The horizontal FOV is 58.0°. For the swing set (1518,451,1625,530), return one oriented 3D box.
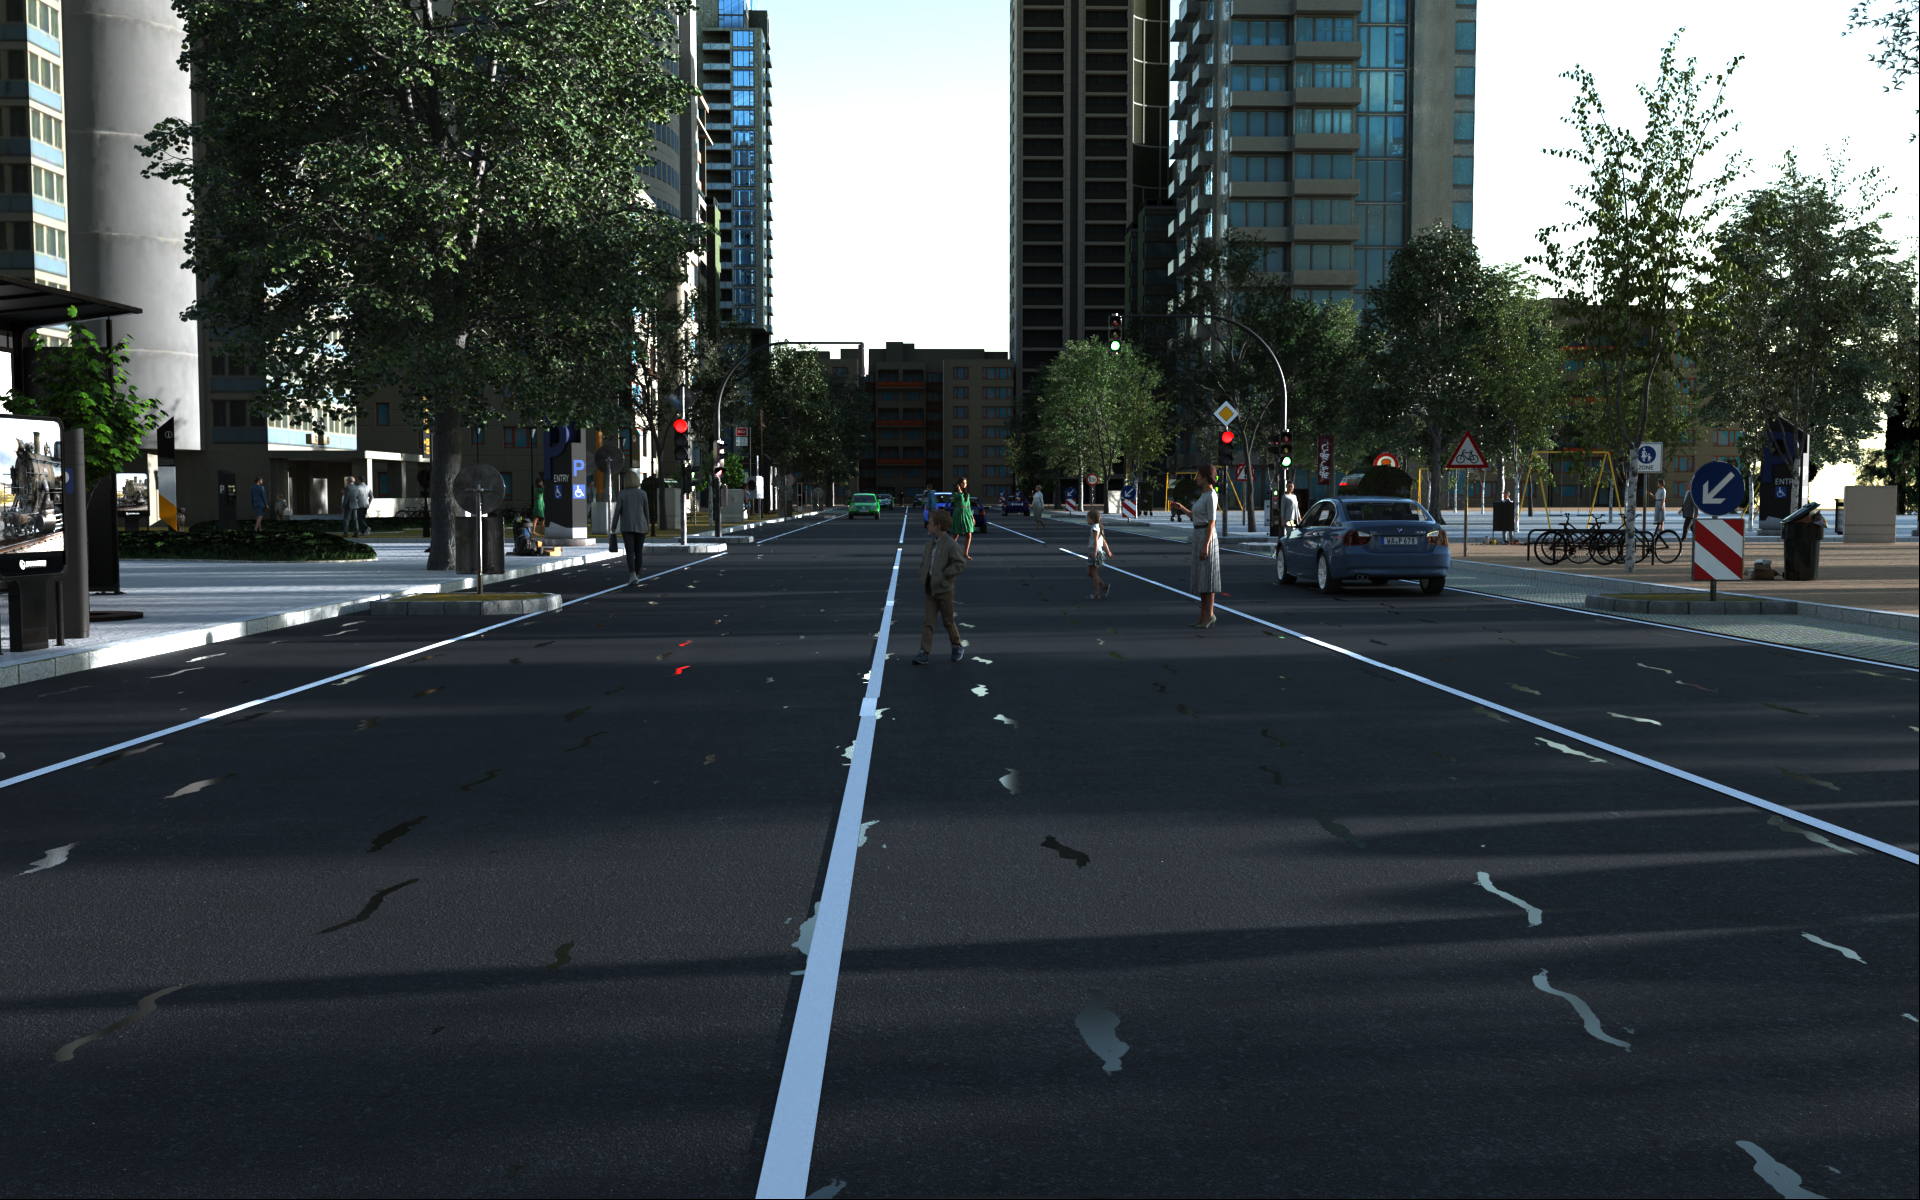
[{"bbox_3d":[22.305,-4.038,63.638,3.119,2.851,2.862,0,4,-7],"label":"swing set"}]

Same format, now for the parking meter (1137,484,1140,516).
[{"bbox_3d":[10.290,-5.800,100.536,0.255,1.863,0.399,1,4,19],"label":"parking meter"}]

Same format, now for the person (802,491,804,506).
[{"bbox_3d":[-17.404,-11.443,193.001,0.709,1.838,0.599,1,4,14],"label":"person"}]

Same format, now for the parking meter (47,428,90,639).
[{"bbox_3d":[-7.989,-0.592,15.385,0.399,1.863,0.255,-1,4,-21],"label":"parking meter"}]

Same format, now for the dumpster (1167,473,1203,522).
[{"bbox_3d":[10.429,-4.736,79.928,1.502,2.255,1.985,0,4,-2],"label":"dumpster"}]

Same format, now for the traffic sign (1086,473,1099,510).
[{"bbox_3d":[8.106,-6.485,106.132,0.768,2.556,0.104,0,4,4],"label":"traffic sign"}]

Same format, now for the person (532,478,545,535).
[{"bbox_3d":[-13.140,-2.919,54.023,0.529,1.795,0.600,-2,4,-24],"label":"person"}]

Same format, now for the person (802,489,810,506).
[{"bbox_3d":[-16.617,-10.948,184.984,1.348,1.831,0.705,-2,4,-33],"label":"person"}]

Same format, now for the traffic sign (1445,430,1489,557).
[{"bbox_3d":[10.364,-2.168,35.459,0.884,2.594,0.081,0,4,1],"label":"traffic sign"}]

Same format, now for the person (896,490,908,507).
[{"bbox_3d":[-6.710,-11.693,199.304,1.348,1.869,0.705,1,4,15],"label":"person"}]

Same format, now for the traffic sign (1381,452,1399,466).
[{"bbox_3d":[13.058,-3.245,53.154,0.768,2.556,0.104,0,4,5],"label":"traffic sign"}]

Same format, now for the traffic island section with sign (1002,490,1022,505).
[{"bbox_3d":[5.052,-8.895,154.064,1.989,1.847,2.006,0,4,-2],"label":"traffic island section with sign"}]

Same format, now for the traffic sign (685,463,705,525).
[{"bbox_3d":[-11.125,-4.441,72.614,0.884,2.594,0.081,0,4,2],"label":"traffic sign"}]

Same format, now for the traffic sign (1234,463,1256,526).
[{"bbox_3d":[11.432,-4.247,69.435,0.884,2.594,0.081,0,4,1],"label":"traffic sign"}]

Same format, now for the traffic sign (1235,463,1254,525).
[{"bbox_3d":[11.581,-4.315,70.657,0.768,2.556,0.104,0,4,4],"label":"traffic sign"}]

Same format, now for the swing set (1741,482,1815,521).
[{"bbox_3d":[36.738,-4.888,77.538,2.862,2.851,3.119,2,4,35],"label":"swing set"}]

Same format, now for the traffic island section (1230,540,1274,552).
[{"bbox_3d":[8.231,-1.341,44.209,2.009,0.180,2.903,0,4,-2],"label":"traffic island section"}]

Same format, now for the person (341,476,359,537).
[{"bbox_3d":[-18.128,-2.760,51.346,0.590,1.801,0.661,1,4,20],"label":"person"}]

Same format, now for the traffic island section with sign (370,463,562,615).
[{"bbox_3d":[-6.032,-0.785,21.459,1.989,1.847,2.006,0,4,-2],"label":"traffic island section with sign"}]

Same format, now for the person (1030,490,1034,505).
[{"bbox_3d":[8.322,-11.711,198.233,0.721,1.735,1.217,-2,4,-34],"label":"person"}]

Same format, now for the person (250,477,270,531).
[{"bbox_3d":[-21.961,-2.941,54.146,0.581,1.822,0.654,1,4,22],"label":"person"}]

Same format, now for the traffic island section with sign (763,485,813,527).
[{"bbox_3d":[-7.635,-4.143,76.358,1.989,1.847,2.006,0,4,-2],"label":"traffic island section with sign"}]

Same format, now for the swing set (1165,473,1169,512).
[{"bbox_3d":[16.432,-7.885,126.546,3.119,2.851,2.862,0,4,2],"label":"swing set"}]

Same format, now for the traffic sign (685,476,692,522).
[{"bbox_3d":[-12.348,-4.861,79.479,0.884,2.594,0.081,0,4,0],"label":"traffic sign"}]

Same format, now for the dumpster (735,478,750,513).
[{"bbox_3d":[-12.413,-5.794,97.220,1.502,2.255,1.985,0,4,-2],"label":"dumpster"}]

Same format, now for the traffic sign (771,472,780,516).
[{"bbox_3d":[-10.682,-6.225,101.788,0.884,2.594,0.081,0,4,4],"label":"traffic sign"}]

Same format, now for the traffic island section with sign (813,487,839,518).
[{"bbox_3d":[-8.407,-5.791,103.303,1.989,1.847,2.006,0,4,-2],"label":"traffic island section with sign"}]

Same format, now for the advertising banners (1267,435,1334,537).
[{"bbox_3d":[10.182,-3.401,51.795,2.074,3.025,0.090,2,4,32],"label":"advertising banners"}]

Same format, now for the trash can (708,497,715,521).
[{"bbox_3d":[-11.896,-4.436,84.183,0.748,1.137,0.748,0,3,0],"label":"trash can"}]

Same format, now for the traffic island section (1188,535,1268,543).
[{"bbox_3d":[8.000,-1.829,52.191,2.009,0.180,2.903,0,4,-2],"label":"traffic island section"}]

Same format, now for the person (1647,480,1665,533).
[{"bbox_3d":[23.059,-3.099,57.273,0.524,1.755,0.480,-1,4,-8],"label":"person"}]

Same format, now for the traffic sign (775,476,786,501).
[{"bbox_3d":[-10.215,-5.897,98.553,0.606,2.300,0.079,0,3,0],"label":"traffic sign"}]

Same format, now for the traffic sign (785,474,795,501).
[{"bbox_3d":[-11.149,-6.886,112.686,0.768,2.556,0.104,0,4,0],"label":"traffic sign"}]

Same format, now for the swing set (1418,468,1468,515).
[{"bbox_3d":[29.395,-6.619,105.840,3.119,2.851,2.862,1,4,18],"label":"swing set"}]

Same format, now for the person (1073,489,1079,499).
[{"bbox_3d":[12.061,-10.757,181.887,1.348,1.831,0.705,3,5,41],"label":"person"}]

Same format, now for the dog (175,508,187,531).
[{"bbox_3d":[-26.241,-2.679,58.180,0.513,0.831,0.800,-2,4,-25],"label":"dog"}]

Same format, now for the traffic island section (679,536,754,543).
[{"bbox_3d":[-7.235,-1.803,51.756,2.009,0.180,2.903,0,4,-2],"label":"traffic island section"}]

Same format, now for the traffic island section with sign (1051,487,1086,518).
[{"bbox_3d":[6.487,-5.859,104.430,1.989,1.847,2.006,0,4,-2],"label":"traffic island section with sign"}]

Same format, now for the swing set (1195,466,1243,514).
[{"bbox_3d":[14.158,-6.081,97.051,2.862,2.851,3.119,-1,4,-17],"label":"swing set"}]

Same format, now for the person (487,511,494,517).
[{"bbox_3d":[-24.864,-5.185,91.039,0.699,1.804,1.509,1,4,14],"label":"person"}]

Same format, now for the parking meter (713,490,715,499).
[{"bbox_3d":[-13.479,-5.358,96.017,0.372,1.533,0.369,0,3,0],"label":"parking meter"}]

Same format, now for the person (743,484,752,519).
[{"bbox_3d":[-10.806,-4.953,87.120,0.778,1.811,0.616,0,4,-5],"label":"person"}]

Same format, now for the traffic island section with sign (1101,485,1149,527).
[{"bbox_3d":[7.286,-4.168,76.779,1.989,1.847,2.006,0,4,-2],"label":"traffic island section with sign"}]

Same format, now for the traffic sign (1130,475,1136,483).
[{"bbox_3d":[10.534,-6.525,106.786,0.768,2.556,0.104,0,4,7],"label":"traffic sign"}]

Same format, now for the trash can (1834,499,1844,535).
[{"bbox_3d":[27.965,-2.631,54.664,0.748,1.137,0.748,0,3,0],"label":"trash can"}]

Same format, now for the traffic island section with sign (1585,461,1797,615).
[{"bbox_3d":[8.889,-0.781,21.390,1.989,1.847,2.006,0,4,-2],"label":"traffic island section with sign"}]

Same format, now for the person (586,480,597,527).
[{"bbox_3d":[-14.266,-3.713,66.852,0.635,1.810,0.391,-2,4,-32],"label":"person"}]

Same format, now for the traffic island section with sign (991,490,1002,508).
[{"bbox_3d":[4.274,-10.543,181.008,1.989,1.847,2.006,0,4,-2],"label":"traffic island section with sign"}]

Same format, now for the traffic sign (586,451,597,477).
[{"bbox_3d":[-11.086,-3.120,51.124,0.768,2.556,0.104,0,4,1],"label":"traffic sign"}]

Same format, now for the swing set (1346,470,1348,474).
[{"bbox_3d":[29.657,-7.773,124.712,2.862,2.851,3.119,-2,4,-25],"label":"swing set"}]

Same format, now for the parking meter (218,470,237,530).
[{"bbox_3d":[-17.650,-2.204,41.740,0.399,1.863,0.255,2,4,32],"label":"parking meter"}]

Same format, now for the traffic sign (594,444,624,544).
[{"bbox_3d":[-9.006,-2.714,44.487,0.768,2.556,0.104,0,4,-1],"label":"traffic sign"}]

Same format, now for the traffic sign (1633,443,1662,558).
[{"bbox_3d":[13.588,-1.971,34.363,0.606,2.300,0.079,0,4,8],"label":"traffic sign"}]

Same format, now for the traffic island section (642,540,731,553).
[{"bbox_3d":[-7.004,-1.315,43.775,2.009,0.180,2.903,0,4,-2],"label":"traffic island section"}]

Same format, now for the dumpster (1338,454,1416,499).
[{"bbox_3d":[10.311,-2.467,42.830,1.502,2.255,1.985,0,4,-1],"label":"dumpster"}]

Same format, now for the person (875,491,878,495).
[{"bbox_3d":[-7.829,-9.411,163.285,0.541,1.710,0.530,-1,4,-12],"label":"person"}]

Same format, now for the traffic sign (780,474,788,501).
[{"bbox_3d":[-11.546,-6.866,112.362,0.768,2.556,0.104,0,4,7],"label":"traffic sign"}]

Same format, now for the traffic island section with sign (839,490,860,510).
[{"bbox_3d":[-9.857,-8.860,153.482,1.989,1.847,2.006,0,4,-2],"label":"traffic island section with sign"}]
